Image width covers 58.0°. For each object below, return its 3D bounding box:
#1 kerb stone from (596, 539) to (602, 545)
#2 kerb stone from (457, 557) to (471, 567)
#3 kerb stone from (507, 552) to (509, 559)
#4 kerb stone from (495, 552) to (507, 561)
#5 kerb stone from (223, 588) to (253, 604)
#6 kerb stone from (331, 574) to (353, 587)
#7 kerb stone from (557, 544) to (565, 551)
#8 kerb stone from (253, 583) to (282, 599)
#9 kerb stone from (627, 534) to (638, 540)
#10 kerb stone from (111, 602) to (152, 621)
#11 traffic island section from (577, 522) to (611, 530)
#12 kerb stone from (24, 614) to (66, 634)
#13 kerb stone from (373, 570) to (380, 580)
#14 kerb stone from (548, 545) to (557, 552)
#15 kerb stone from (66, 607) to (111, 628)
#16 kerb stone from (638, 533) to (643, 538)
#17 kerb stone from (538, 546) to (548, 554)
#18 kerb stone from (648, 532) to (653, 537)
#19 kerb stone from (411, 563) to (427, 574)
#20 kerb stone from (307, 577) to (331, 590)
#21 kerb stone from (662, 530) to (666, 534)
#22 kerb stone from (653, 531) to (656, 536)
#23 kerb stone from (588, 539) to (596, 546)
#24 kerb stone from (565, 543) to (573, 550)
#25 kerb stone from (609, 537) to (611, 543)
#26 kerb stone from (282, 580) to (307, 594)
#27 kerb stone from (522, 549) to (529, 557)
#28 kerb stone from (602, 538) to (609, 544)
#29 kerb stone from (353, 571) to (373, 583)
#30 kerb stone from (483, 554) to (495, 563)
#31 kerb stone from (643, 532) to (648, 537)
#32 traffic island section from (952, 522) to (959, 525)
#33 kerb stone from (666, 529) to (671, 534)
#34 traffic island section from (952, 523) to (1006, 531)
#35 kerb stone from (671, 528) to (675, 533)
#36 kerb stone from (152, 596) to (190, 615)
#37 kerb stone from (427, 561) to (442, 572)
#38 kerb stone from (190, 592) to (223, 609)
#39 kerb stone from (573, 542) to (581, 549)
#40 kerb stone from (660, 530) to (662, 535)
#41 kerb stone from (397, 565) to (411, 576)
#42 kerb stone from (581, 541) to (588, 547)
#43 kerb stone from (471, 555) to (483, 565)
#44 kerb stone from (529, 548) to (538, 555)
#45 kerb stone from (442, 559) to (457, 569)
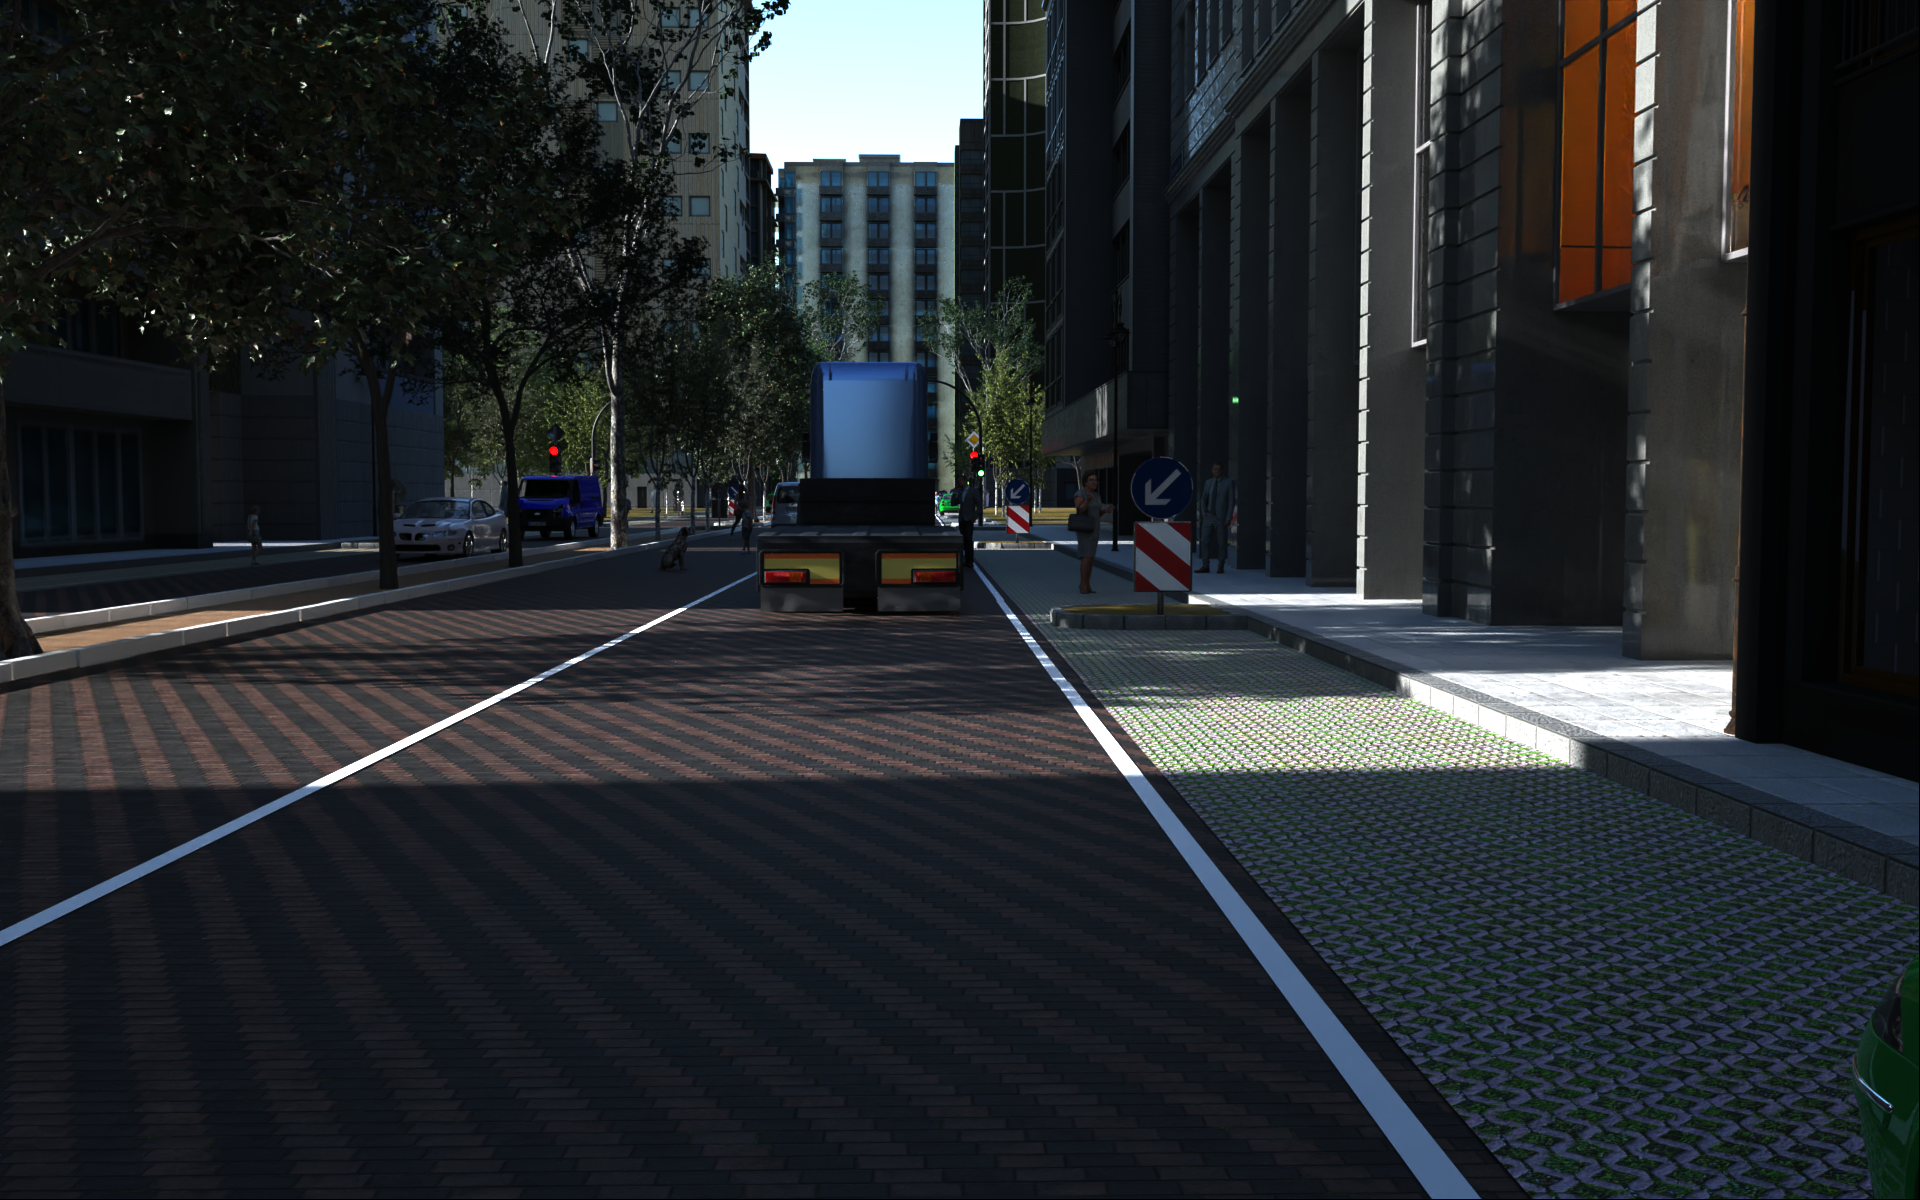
[{"bbox_3d":[-10.234,-1.608,48.490,0.120,0.150,1.000,0,4,-1],"label":"kerb stone"},{"bbox_3d":[-9.892,-0.731,34.153,0.120,0.150,1.000,0,4,-1],"label":"kerb stone"},{"bbox_3d":[-9.995,-0.982,38.245,0.120,0.150,1.000,0,4,-1],"label":"kerb stone"},{"bbox_3d":[-9.964,-0.919,37.219,0.120,0.150,1.000,0,4,-1],"label":"kerb stone"},{"bbox_3d":[-9.632,-0.043,22.897,0.120,0.150,1.000,0,4,-1],"label":"kerb stone"},{"bbox_3d":[-9.729,-0.290,26.999,0.120,0.150,1.000,0,4,-1],"label":"kerb stone"},{"bbox_3d":[-10.111,-1.295,43.365,0.120,0.150,1.000,0,4,-1],"label":"kerb stone"},{"bbox_3d":[-9.647,-0.105,23.919,0.120,0.150,1.000,0,4,-1],"label":"kerb stone"},{"bbox_3d":[-10.378,-1.984,54.638,0.120,0.150,1.000,0,4,-1],"label":"kerb stone"},{"bbox_3d":[-9.555,0.145,19.821,0.120,0.150,1.000,0,4,-1],"label":"kerb stone"},{"bbox_3d":[-16.191,-3.322,76.603,2.009,0.180,2.903,0,4,-1],"label":"traffic island section"},{"bbox_3d":[-9.511,0.270,17.774,0.120,0.150,1.000,0,4,-1],"label":"kerb stone"},{"bbox_3d":[-9.776,-0.419,29.042,0.120,0.150,1.000,0,4,-1],"label":"kerb stone"},{"bbox_3d":[-10.091,-1.224,42.343,0.120,0.150,1.000,0,4,-1],"label":"kerb stone"},{"bbox_3d":[-9.533,0.211,18.796,0.120,0.150,1.000,0,4,-1],"label":"kerb stone"},{"bbox_3d":[-10.401,-2.047,55.660,0.120,0.150,1.000,0,4,-1],"label":"kerb stone"},{"bbox_3d":[-10.063,-1.168,41.320,0.120,0.150,1.000,0,4,-1],"label":"kerb stone"},{"bbox_3d":[-10.449,-2.172,57.712,0.120,0.150,1.000,0,4,-1],"label":"kerb stone"},{"bbox_3d":[-9.819,-0.544,31.088,0.120,0.150,1.000,0,4,-1],"label":"kerb stone"},{"bbox_3d":[-9.708,-0.231,25.972,0.120,0.150,1.000,0,4,-1],"label":"kerb stone"},{"bbox_3d":[-10.529,-2.360,60.787,0.120,0.150,1.000,0,4,-1],"label":"kerb stone"},{"bbox_3d":[-10.481,-2.233,58.737,0.120,0.150,1.000,0,4,-1],"label":"kerb stone"},{"bbox_3d":[-10.205,-1.545,47.463,0.120,0.150,1.000,0,4,-1],"label":"kerb stone"},{"bbox_3d":[-10.138,-1.357,44.386,0.120,0.150,1.000,0,4,-1],"label":"kerb stone"},{"bbox_3d":[-10.277,-1.733,50.534,0.120,0.150,1.000,0,4,-1],"label":"kerb stone"},{"bbox_3d":[-9.678,-0.168,24.943,0.120,0.150,1.000,0,4,-1],"label":"kerb stone"},{"bbox_3d":[-10.017,-1.044,39.277,0.120,0.150,1.000,0,4,-1],"label":"kerb stone"},{"bbox_3d":[-10.257,-1.666,49.512,0.120,0.150,1.000,0,4,-1],"label":"kerb stone"},{"bbox_3d":[-9.752,-0.355,28.021,0.120,0.150,1.000,0,4,-1],"label":"kerb stone"},{"bbox_3d":[-9.949,-0.856,36.197,0.120,0.150,1.000,0,4,-1],"label":"kerb stone"},{"bbox_3d":[-10.431,-2.106,56.691,0.120,0.150,1.000,0,4,-1],"label":"kerb stone"},{"bbox_3d":[0.646,-3.346,76.994,2.009,0.180,2.903,0,4,-1],"label":"traffic island section"},{"bbox_3d":[-10.546,-2.423,61.816,0.120,0.150,1.000,0,4,-1],"label":"kerb stone"},{"bbox_3d":[0.834,-2.858,69.011,2.009,0.180,2.903,0,4,-1],"label":"traffic island section"},{"bbox_3d":[-10.568,-2.482,62.838,0.120,0.150,1.000,0,4,-1],"label":"kerb stone"},{"bbox_3d":[-9.580,0.083,20.853,0.120,0.150,1.000,0,4,-1],"label":"kerb stone"},{"bbox_3d":[-9.849,-0.606,32.109,0.120,0.150,1.000,0,4,-1],"label":"kerb stone"},{"bbox_3d":[-9.603,0.020,21.876,0.120,0.150,1.000,0,4,-1],"label":"kerb stone"},{"bbox_3d":[-10.163,-1.420,45.412,0.120,0.150,1.000,0,4,-1],"label":"kerb stone"},{"bbox_3d":[-10.492,-2.291,59.767,0.120,0.150,1.000,0,4,-1],"label":"kerb stone"},{"bbox_3d":[-9.792,-0.476,30.067,0.120,0.150,1.000,0,4,-1],"label":"kerb stone"},{"bbox_3d":[-10.186,-1.481,46.433,0.120,0.150,1.000,0,4,-1],"label":"kerb stone"},{"bbox_3d":[-9.918,-0.794,35.174,0.120,0.150,1.000,0,4,-1],"label":"kerb stone"},{"bbox_3d":[-10.043,-1.107,40.298,0.120,0.150,1.000,0,4,-1],"label":"kerb stone"},{"bbox_3d":[-9.872,-0.669,33.131,0.120,0.150,1.000,0,4,-1],"label":"kerb stone"}]
